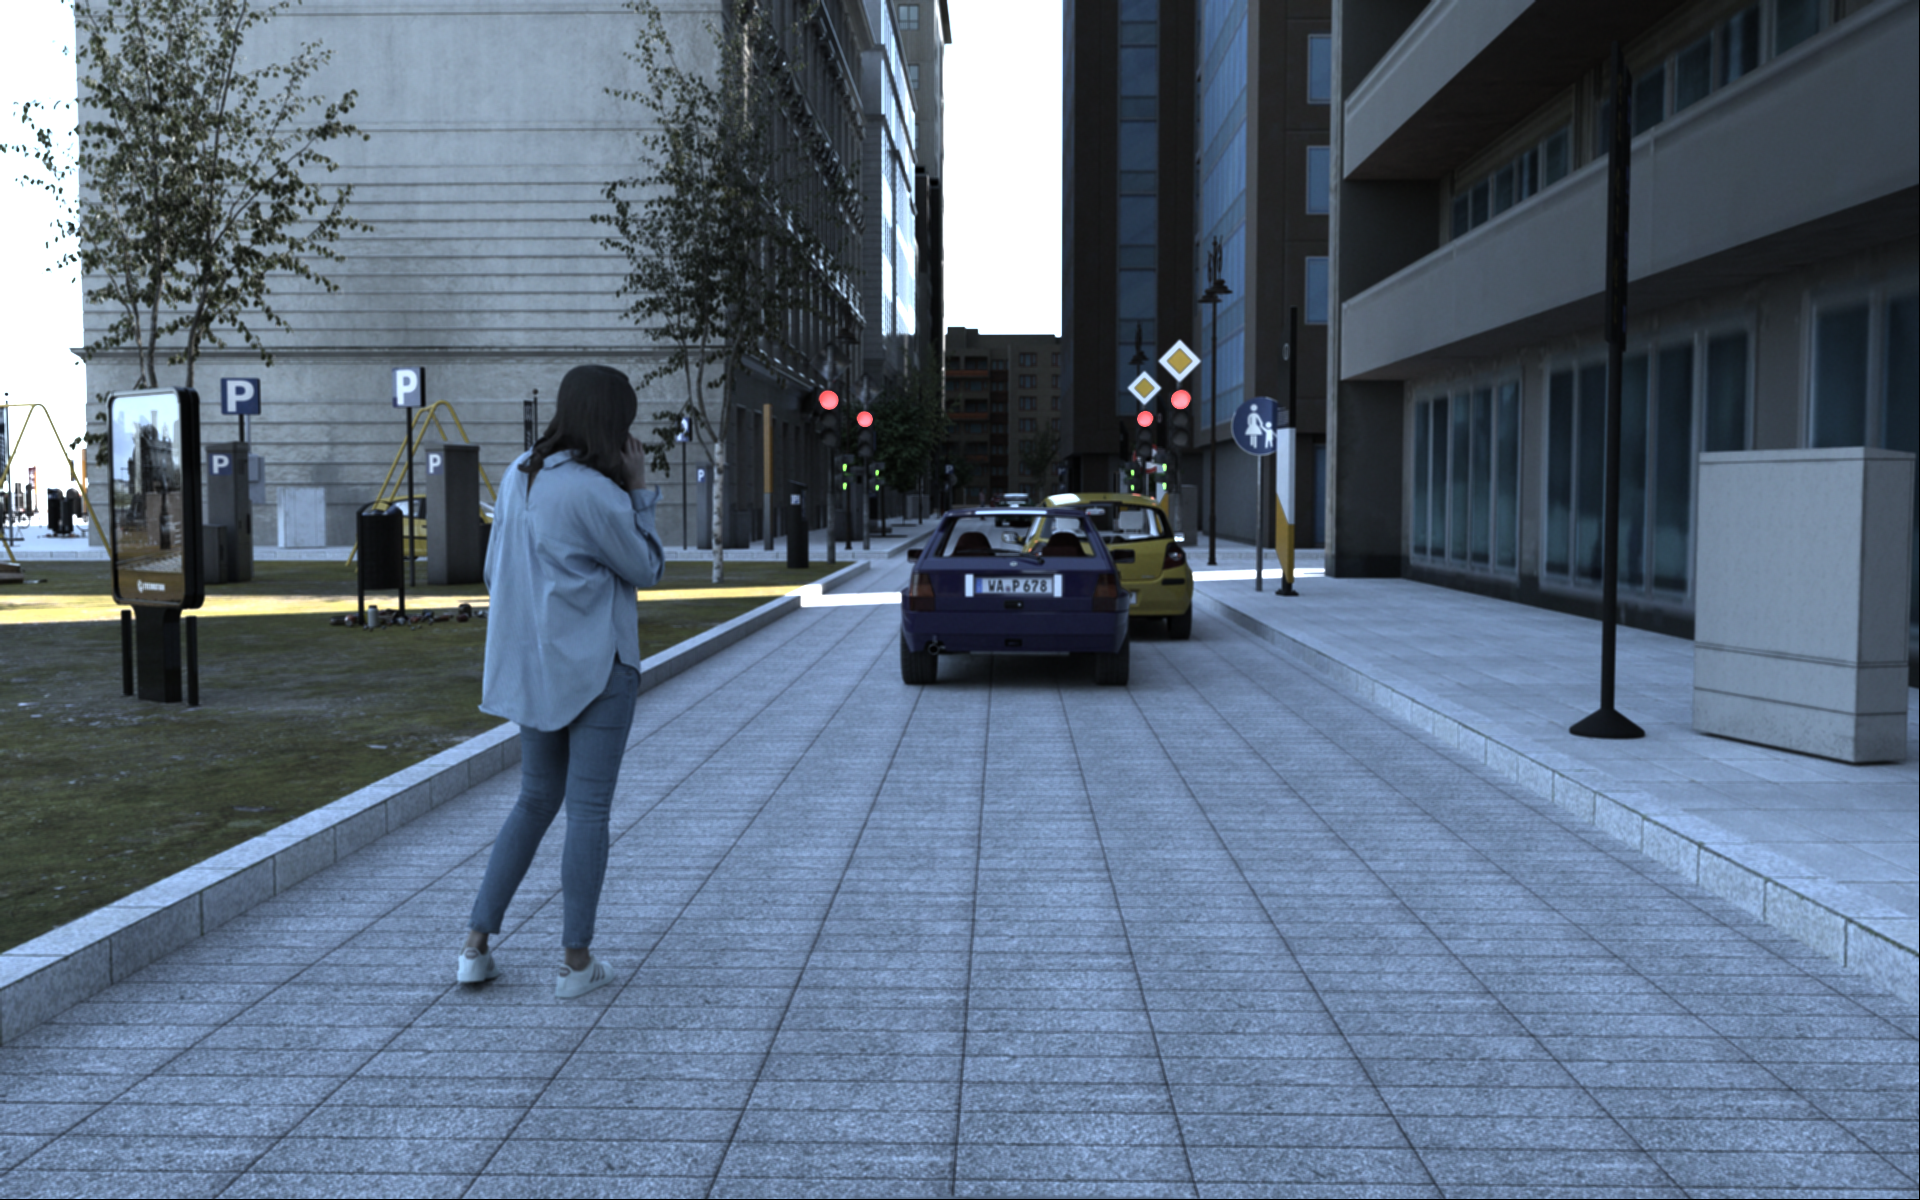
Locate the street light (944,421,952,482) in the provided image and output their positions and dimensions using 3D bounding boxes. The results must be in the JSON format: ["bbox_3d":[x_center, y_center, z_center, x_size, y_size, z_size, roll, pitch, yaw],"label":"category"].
[{"bbox_3d":[-0.772,-8.241,107.536,0.468,5.910,1.993,0,4,2],"label":"street light"}]

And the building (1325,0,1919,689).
[{"bbox_3d":[16.110,-23.935,15.040,21.300,48.544,21.600,0,4,2],"label":"building"}]

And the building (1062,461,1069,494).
[{"bbox_3d":[17.530,-47.975,97.059,22.319,86.520,31.000,0,4,2],"label":"building"}]

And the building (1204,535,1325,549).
[{"bbox_3d":[14.092,-24.183,45.506,14.200,45.320,14.600,0,4,2],"label":"building"}]

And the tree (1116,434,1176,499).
[{"bbox_3d":[5.690,-3.571,52.993,1.663,3.219,1.824,0,3,0],"label":"tree"}]

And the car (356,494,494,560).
[{"bbox_3d":[-10.365,-1.565,35.814,3.980,1.641,2.015,0,4,3],"label":"car"}]

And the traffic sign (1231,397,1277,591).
[{"bbox_3d":[3.947,-1.387,22.783,0.768,2.556,0.104,0,4,7],"label":"traffic sign"}]

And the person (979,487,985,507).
[{"bbox_3d":[1.229,-5.321,95.510,0.388,1.821,0.555,0,4,6],"label":"person"}]

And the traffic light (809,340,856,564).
[{"bbox_3d":[-2.345,-2.617,31.701,0.839,4.253,0.868,0,4,2],"label":"traffic light"}]

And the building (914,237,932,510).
[{"bbox_3d":[-16.530,-17.439,130.170,27.650,21.520,28.899,0,4,2],"label":"building"}]

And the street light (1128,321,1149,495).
[{"bbox_3d":[4.765,-4.499,46.350,0.468,5.910,1.993,0,4,2],"label":"street light"}]

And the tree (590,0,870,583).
[{"bbox_3d":[-3.441,-4.566,25.013,4.360,8.622,3.978,0,3,0],"label":"tree"}]

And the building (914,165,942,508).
[{"bbox_3d":[-8.885,-23.260,152.004,14.160,30.474,14.107,0,4,2],"label":"building"}]

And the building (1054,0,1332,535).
[{"bbox_3d":[10.984,-25.396,65.329,14.600,45.320,14.200,0,4,2],"label":"building"}]

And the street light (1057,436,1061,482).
[{"bbox_3d":[6.585,-8.614,113.628,0.468,5.910,1.993,0,4,2],"label":"street light"}]

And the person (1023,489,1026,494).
[{"bbox_3d":[4.968,-7.723,134.710,0.705,1.831,1.348,0,4,-7],"label":"person"}]

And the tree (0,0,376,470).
[{"bbox_3d":[-9.147,-4.280,20.338,4.360,8.622,3.978,0,3,0],"label":"tree"}]

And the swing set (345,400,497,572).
[{"bbox_3d":[-9.209,-2.001,30.332,2.862,2.851,3.119,-1,4,-22],"label":"swing set"}]

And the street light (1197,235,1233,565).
[{"bbox_3d":[4.564,-3.571,31.170,0.468,5.910,1.993,0,4,2],"label":"street light"}]

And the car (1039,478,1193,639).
[{"bbox_3d":[1.463,-0.508,18.535,2.015,1.641,3.980,0,4,1],"label":"car"}]

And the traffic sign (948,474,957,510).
[{"bbox_3d":[-0.547,-6.729,110.128,0.768,2.556,0.104,0,4,3],"label":"traffic sign"}]

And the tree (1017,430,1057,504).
[{"bbox_3d":[8.744,-14.800,192.336,4.360,8.622,3.978,0,3,0],"label":"tree"}]

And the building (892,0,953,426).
[{"bbox_3d":[-14.894,-35.776,174.180,27.495,52.752,28.713,0,4,2],"label":"building"}]

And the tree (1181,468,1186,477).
[{"bbox_3d":[6.389,-3.715,55.349,1.663,3.219,1.824,0,3,0],"label":"tree"}]

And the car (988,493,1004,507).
[{"bbox_3d":[3.442,-8.428,146.836,2.155,1.783,4.494,0,3,0],"label":"car"}]

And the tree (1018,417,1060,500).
[{"bbox_3d":[7.746,-13.167,165.639,4.737,8.622,4.395,0,3,0],"label":"tree"}]

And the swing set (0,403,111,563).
[{"bbox_3d":[-17.133,-2.006,30.415,3.119,2.851,2.862,2,4,27],"label":"swing set"}]

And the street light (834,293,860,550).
[{"bbox_3d":[-2.581,-4.107,39.939,0.468,5.910,1.993,0,4,2],"label":"street light"}]

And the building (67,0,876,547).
[{"bbox_3d":[-13.007,-17.523,62.917,17.030,29.872,44.131,0,4,2],"label":"building"}]

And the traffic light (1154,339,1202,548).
[{"bbox_3d":[3.965,-2.607,31.550,0.839,4.253,0.868,0,4,2],"label":"traffic light"}]

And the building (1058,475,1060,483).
[{"bbox_3d":[20.716,-45.172,176.817,20.563,71.187,20.611,0,4,2],"label":"building"}]

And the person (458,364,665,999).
[{"bbox_3d":[-1.161,0.232,4.967,0.793,1.790,0.793,0,4,5],"label":"person"}]

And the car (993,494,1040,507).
[{"bbox_3d":[2.515,-4.006,77.303,2.131,1.459,4.920,0,4,3],"label":"car"}]

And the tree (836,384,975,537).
[{"bbox_3d":[-2.267,-4.170,51.890,4.285,4.588,4.351,0,3,0],"label":"tree"}]

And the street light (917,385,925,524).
[{"bbox_3d":[-1.686,-6.182,73.865,0.468,5.910,1.993,0,4,2],"label":"street light"}]

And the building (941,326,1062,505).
[{"bbox_3d":[0.491,-22.552,213.758,28.899,21.520,27.650,0,4,2],"label":"building"}]

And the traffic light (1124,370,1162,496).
[{"bbox_3d":[4.177,-3.096,39.533,0.839,4.253,0.868,0,4,2],"label":"traffic light"}]

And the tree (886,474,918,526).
[{"bbox_3d":[-2.405,-4.596,69.752,1.663,3.219,1.824,0,3,0],"label":"tree"}]

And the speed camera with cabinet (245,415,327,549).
[{"bbox_3d":[-15.944,-2.822,40.477,2.038,3.252,0.660,-3,4,-37],"label":"speed camera with cabinet"}]

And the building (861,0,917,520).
[{"bbox_3d":[-8.784,-19.708,99.721,11.434,29.767,29.804,0,4,2],"label":"building"}]

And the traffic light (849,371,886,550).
[{"bbox_3d":[-2.133,-3.105,39.684,0.839,4.253,0.868,0,4,2],"label":"traffic light"}]

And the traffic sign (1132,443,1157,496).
[{"bbox_3d":[4.660,-2.621,42.964,0.768,2.556,0.104,0,4,7],"label":"traffic sign"}]

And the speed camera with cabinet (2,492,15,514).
[{"bbox_3d":[-62.174,-7.214,112.286,2.038,3.252,0.660,-2,4,-29],"label":"speed camera with cabinet"}]

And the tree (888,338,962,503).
[{"bbox_3d":[-1.894,-8.066,82.243,4.737,8.622,4.395,0,3,0],"label":"tree"}]

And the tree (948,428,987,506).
[{"bbox_3d":[0.755,-14.794,192.250,4.360,8.622,3.978,0,3,0],"label":"tree"}]

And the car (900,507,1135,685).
[{"bbox_3d":[0.492,-0.108,14.348,1.945,1.354,3.894,0,4,3],"label":"car"}]
